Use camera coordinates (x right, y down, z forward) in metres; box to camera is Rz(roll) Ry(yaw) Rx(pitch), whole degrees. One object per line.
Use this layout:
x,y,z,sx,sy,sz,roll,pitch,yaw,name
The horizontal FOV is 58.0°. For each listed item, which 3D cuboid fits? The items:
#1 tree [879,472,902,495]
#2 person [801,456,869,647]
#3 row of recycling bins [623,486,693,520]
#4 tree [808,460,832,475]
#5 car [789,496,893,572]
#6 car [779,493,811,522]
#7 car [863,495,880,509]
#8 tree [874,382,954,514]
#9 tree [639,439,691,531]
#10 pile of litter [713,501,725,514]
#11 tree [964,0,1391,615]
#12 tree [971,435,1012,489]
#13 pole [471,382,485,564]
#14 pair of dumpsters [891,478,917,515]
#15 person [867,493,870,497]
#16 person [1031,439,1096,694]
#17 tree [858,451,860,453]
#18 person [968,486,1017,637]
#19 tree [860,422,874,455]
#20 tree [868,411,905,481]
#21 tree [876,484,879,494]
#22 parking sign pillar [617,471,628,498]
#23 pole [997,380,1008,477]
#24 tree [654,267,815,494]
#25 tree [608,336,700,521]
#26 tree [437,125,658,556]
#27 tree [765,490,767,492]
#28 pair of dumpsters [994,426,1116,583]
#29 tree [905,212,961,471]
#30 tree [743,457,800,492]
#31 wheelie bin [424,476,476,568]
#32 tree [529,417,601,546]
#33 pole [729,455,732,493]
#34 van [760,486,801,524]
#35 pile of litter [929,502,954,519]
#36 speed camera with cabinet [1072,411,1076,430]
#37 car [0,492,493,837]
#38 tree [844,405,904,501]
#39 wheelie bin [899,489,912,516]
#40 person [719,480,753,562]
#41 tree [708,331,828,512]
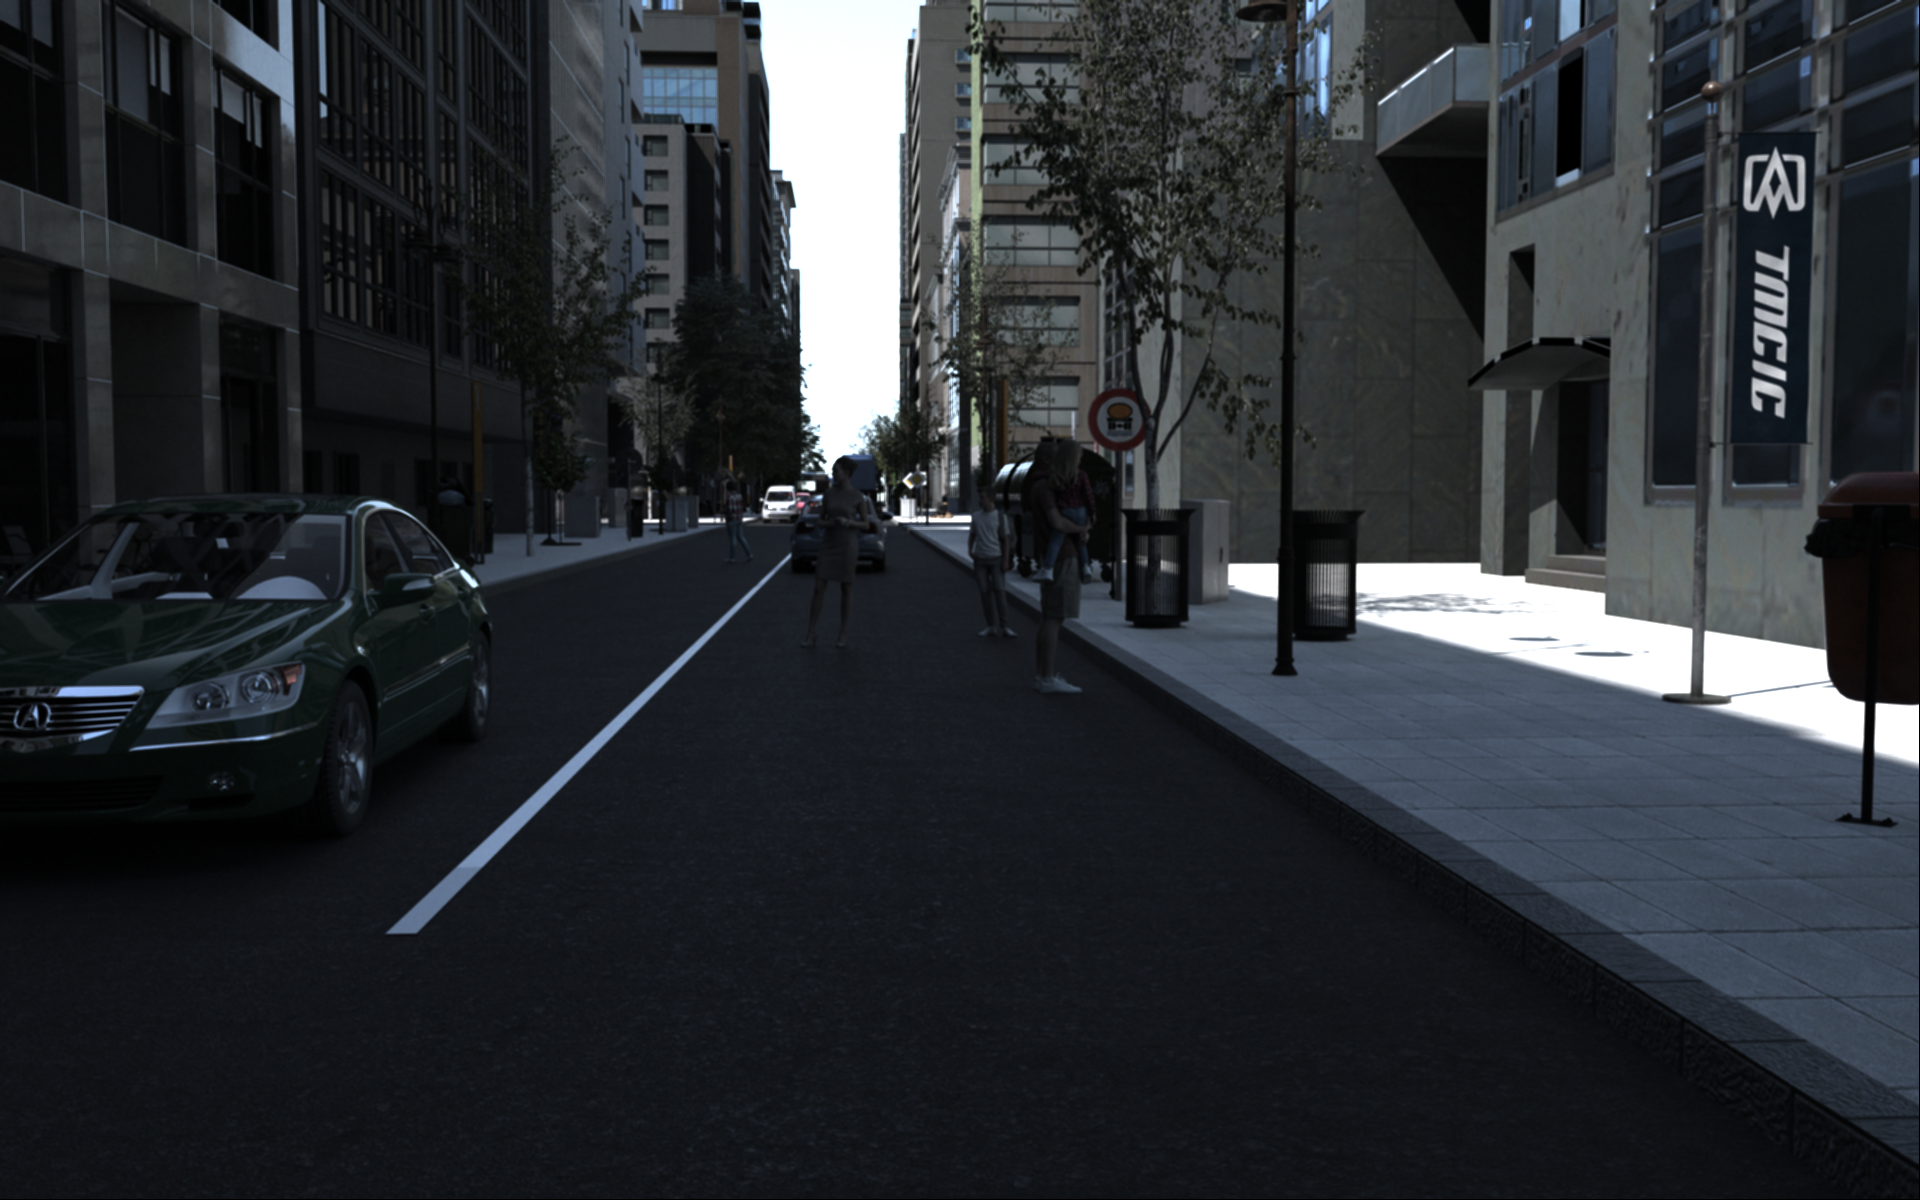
-5.106,-8.642,135.902,1.663,3.219,1.824,0,3,0,tree
-1.170,-0.451,16.214,0.599,1.781,0.374,1,4,14,person
-15.124,-4.932,87.750,3.534,1.692,1.069,-3,5,-43,row of recycling bins
-25.092,-21.893,308.317,4.737,8.622,4.395,0,3,0,tree
-2.301,-1.304,33.318,2.014,1.417,4.499,0,4,-2,car
-8.466,-4.972,90.325,2.155,1.783,4.494,0,4,-2,car
-3.750,-2.830,58.061,2.131,1.459,4.920,0,4,-3,car
-2.613,-9.967,113.328,4.737,8.622,4.395,0,3,0,tree
-10.400,-4.028,60.454,1.663,3.219,1.824,0,3,0,tree
-15.157,-5.854,109.685,1.719,0.858,1.176,0,4,6,pile of litter
2.029,-4.112,17.593,4.360,8.622,3.978,0,3,0,tree
0.840,-3.485,51.577,1.663,3.219,1.824,0,3,0,tree
-8.797,-2.309,31.588,0.158,3.312,0.155,0,3,0,pole
-3.348,-6.288,105.296,1.574,2.255,4.437,0,4,-4,pair of dumpsters
-5.255,-5.339,98.393,0.503,1.515,0.523,3,5,39,person
0.716,-0.250,12.556,0.580,1.828,0.573,3,5,42,person
-8.052,-13.925,178.036,4.737,8.622,4.395,0,3,0,tree
0.342,-0.389,17.460,0.503,1.515,0.523,-1,4,-10,person
-4.376,-11.026,130.637,4.737,8.622,4.395,0,3,0,tree
-5.803,-12.215,150.077,4.360,8.622,3.978,0,3,0,tree
-9.173,-12.340,196.365,1.663,3.219,1.824,0,3,0,tree
-23.514,-8.000,119.270,1.447,3.967,1.447,0,4,6,parking sign pillar
0.764,-2.281,31.132,0.158,3.312,0.155,0,3,0,pole
-12.643,-11.643,97.019,9.857,13.997,8.962,0,3,0,tree
-14.451,-8.046,81.915,4.360,8.622,3.978,0,3,0,tree
-8.626,-5.204,35.455,4.737,8.622,4.395,0,3,0,tree
-14.993,-8.716,137.112,1.663,3.219,1.824,0,3,0,tree
1.482,-1.502,27.057,1.574,2.255,4.437,0,4,-4,pair of dumpsters
0.875,-5.783,44.910,4.360,8.622,3.978,0,3,0,tree
-14.568,-8.895,129.155,4.285,4.588,4.351,0,3,0,tree
-8.731,-1.331,29.670,0.693,1.594,0.980,-3,5,-42,wheelie bin
-10.133,-2.993,43.532,1.663,3.219,1.824,0,3,0,tree
-12.099,-5.969,91.435,0.158,3.312,0.155,0,3,0,pole
-8.835,-4.800,85.490,2.013,2.044,4.112,0,4,-3,van
-0.849,-4.722,91.165,1.719,0.858,1.176,1,4,20,pile of litter
2.105,-2.862,41.133,2.038,3.252,0.660,-1,4,-14,speed camera with cabinet
-3.575,0.191,8.676,2.131,1.459,4.920,0,4,-5,car
-11.174,-20.084,238.736,12.009,13.543,11.850,0,3,0,tree
-3.074,-5.538,98.450,0.693,1.594,0.980,-1,4,-19,wheelie bin
-4.734,-1.662,36.514,0.643,1.720,0.563,2,4,28,person
-13.958,-12.393,120.758,7.486,12.596,7.792,0,3,0,tree
